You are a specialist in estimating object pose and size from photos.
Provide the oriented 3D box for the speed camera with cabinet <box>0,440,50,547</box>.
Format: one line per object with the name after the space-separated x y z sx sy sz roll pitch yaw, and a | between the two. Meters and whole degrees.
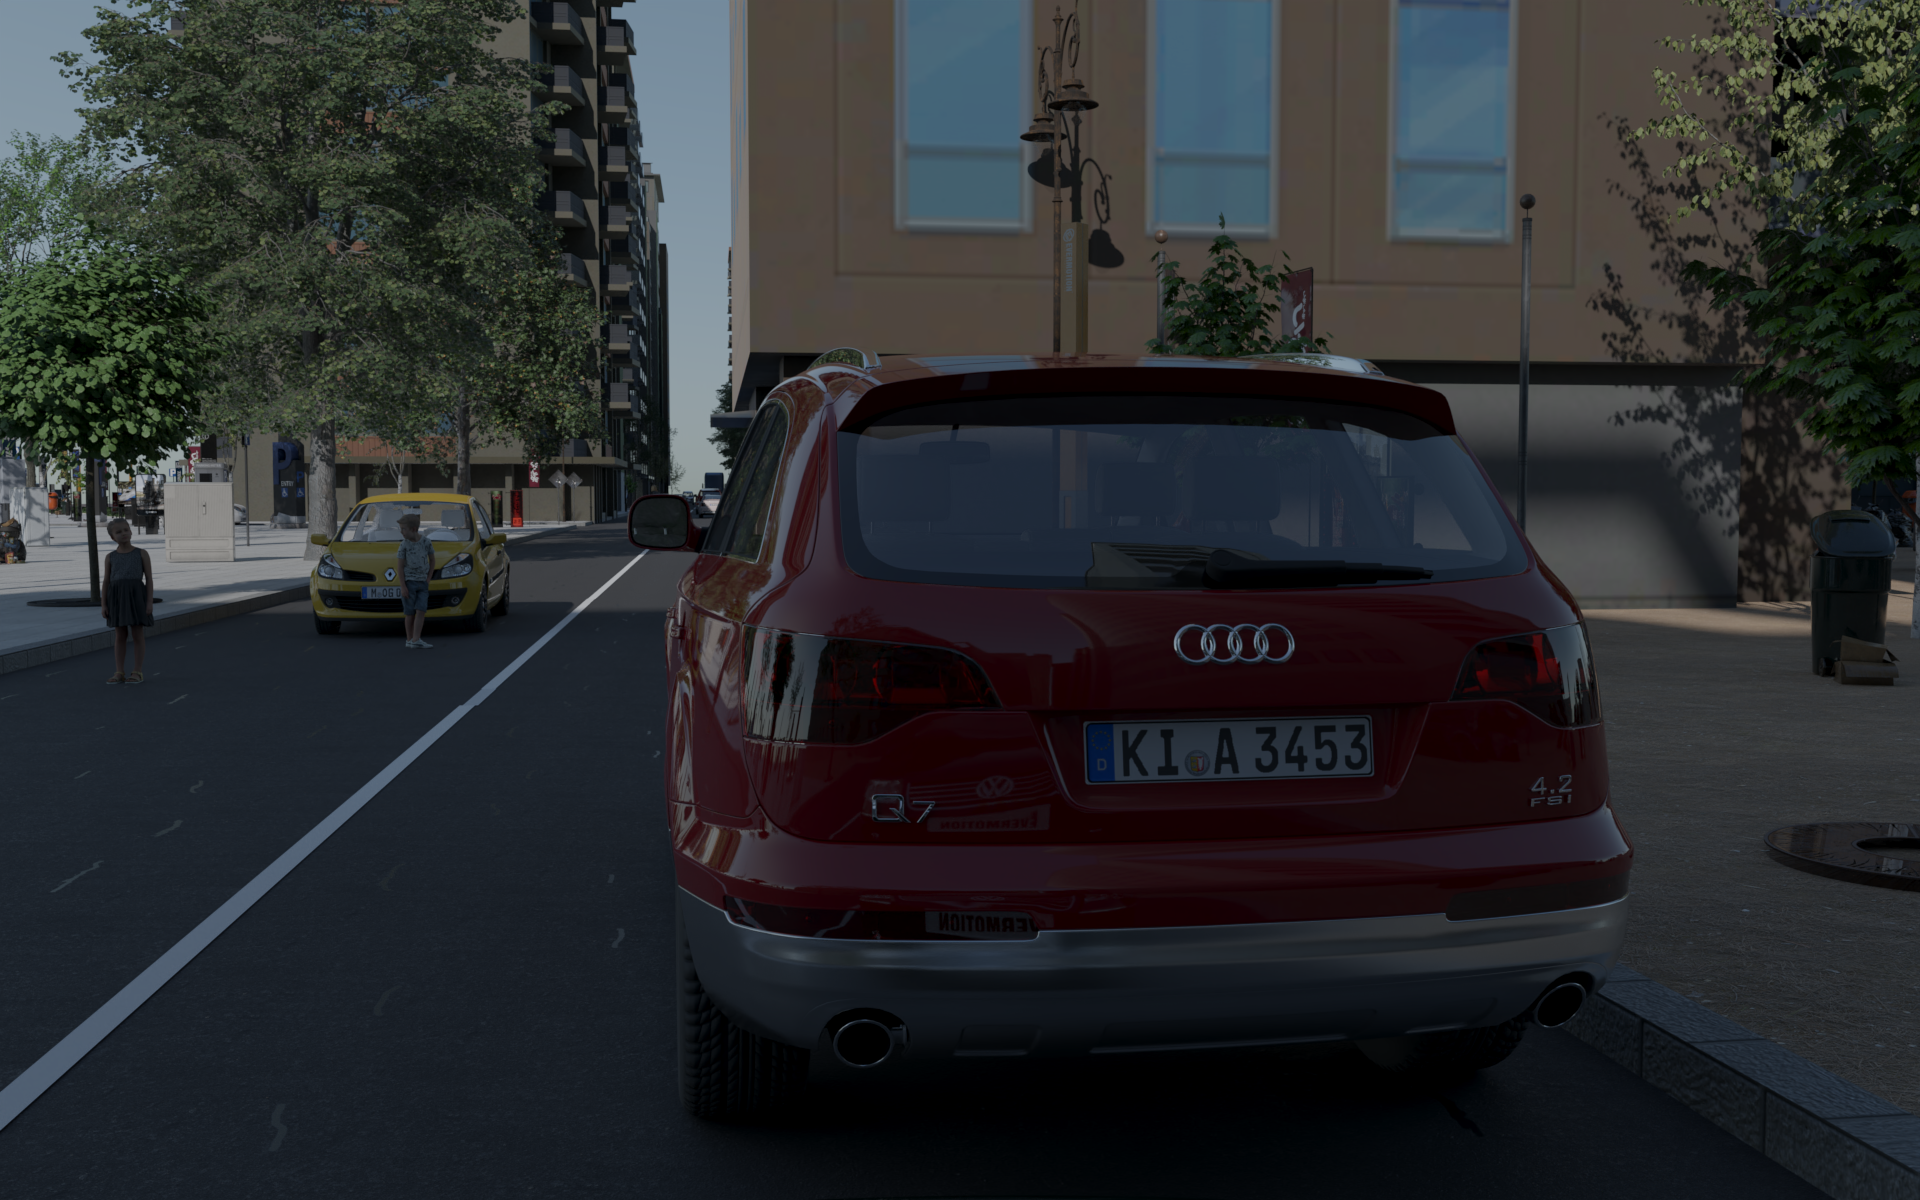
-23.115 -2.952 42.601 2.038 3.252 0.660 3 5 41 | speed camera with cabinet

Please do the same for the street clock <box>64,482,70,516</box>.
-52.670 -5.971 102.203 0.358 2.002 0.471 0 4 -7 | street clock

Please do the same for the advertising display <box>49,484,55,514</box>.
-57.950 -6.444 110.574 0.123 1.923 0.974 -1 4 -16 | advertising display

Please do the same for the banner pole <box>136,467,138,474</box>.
-64.747 -8.959 136.495 0.401 3.779 0.863 0 4 -7 | banner pole

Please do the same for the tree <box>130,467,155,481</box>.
-48.201 -6.614 102.743 1.663 3.219 1.824 0 3 0 | tree

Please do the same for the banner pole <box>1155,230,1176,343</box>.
1.985 -1.634 16.739 0.401 3.779 0.863 1 4 19 | banner pole

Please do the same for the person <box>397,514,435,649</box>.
-5.053 -0.179 16.113 0.332 1.250 0.352 0 4 7 | person

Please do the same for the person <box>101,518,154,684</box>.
-6.316 0.002 13.145 0.362 1.253 0.373 0 4 -7 | person

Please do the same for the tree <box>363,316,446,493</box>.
-21.894 -7.178 67.730 4.360 8.622 3.978 0 3 0 | tree

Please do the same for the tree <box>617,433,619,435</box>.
-23.685 -9.832 111.123 4.737 8.622 4.395 0 3 0 | tree

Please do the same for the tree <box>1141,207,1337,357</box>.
1.672 -1.052 11.807 1.663 3.219 1.824 0 3 0 | tree

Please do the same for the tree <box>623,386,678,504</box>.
-28.408 -13.181 149.917 8.767 10.594 7.601 0 4 -1 | tree

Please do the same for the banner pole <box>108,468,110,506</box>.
-65.317 -8.725 132.672 0.863 3.779 0.401 2 4 29 | banner pole

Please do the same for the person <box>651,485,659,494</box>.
-11.868 -3.705 69.298 1.509 1.804 0.699 -3 5 -43 | person

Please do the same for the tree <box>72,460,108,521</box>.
-41.252 -5.358 82.198 1.663 3.219 1.824 0 3 0 | tree

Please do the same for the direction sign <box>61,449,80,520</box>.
-44.740 -5.819 87.133 0.876 3.537 0.379 -1 4 -14 | direction sign

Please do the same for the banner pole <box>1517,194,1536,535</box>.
4.803 -1.514 14.766 0.401 3.779 0.863 1 4 18 | banner pole

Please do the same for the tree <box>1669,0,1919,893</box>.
3.331 -0.683 5.775 1.663 3.219 1.824 0 3 0 | tree

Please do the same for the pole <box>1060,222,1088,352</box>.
0.865 -1.181 13.157 0.158 3.312 0.155 0 3 0 | pole

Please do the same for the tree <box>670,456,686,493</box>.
-51.656 -22.091 311.544 4.737 8.622 4.395 0 3 0 | tree

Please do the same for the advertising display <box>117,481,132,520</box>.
-41.575 -4.977 86.581 0.974 1.923 0.123 -2 4 -27 | advertising display

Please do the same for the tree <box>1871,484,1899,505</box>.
27.034 -4.118 51.048 4.285 4.588 4.351 0 3 0 | tree

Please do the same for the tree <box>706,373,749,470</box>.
-16.043 -14.372 141.638 9.857 13.997 8.962 0 3 0 | tree

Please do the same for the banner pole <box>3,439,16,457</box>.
-30.170 -3.957 54.707 0.401 3.779 0.863 2 4 32 | banner pole

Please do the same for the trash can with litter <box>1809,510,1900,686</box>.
6.261 -0.035 11.968 0.624 1.170 1.055 1 4 13 | trash can with litter

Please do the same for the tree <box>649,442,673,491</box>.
-40.168 -17.078 229.591 4.360 8.622 3.978 0 3 0 | tree

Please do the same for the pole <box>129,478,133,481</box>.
-51.627 -6.975 107.892 0.158 3.312 0.155 0 3 0 | pole

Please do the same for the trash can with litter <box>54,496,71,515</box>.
-55.056 -5.800 106.216 1.055 1.170 0.624 0 4 5 | trash can with litter

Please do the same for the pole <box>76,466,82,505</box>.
-65.166 -8.199 127.896 0.158 3.312 0.155 0 3 0 | pole

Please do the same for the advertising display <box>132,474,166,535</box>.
-25.564 -3.029 54.741 0.974 1.923 0.123 0 4 4 | advertising display

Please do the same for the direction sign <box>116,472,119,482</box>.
-68.570 -9.118 141.077 0.379 3.537 0.876 -1 4 -15 | direction sign

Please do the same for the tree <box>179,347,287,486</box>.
-25.394 -6.709 60.051 4.737 8.622 4.395 0 3 0 | tree

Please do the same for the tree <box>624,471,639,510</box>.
-27.276 -9.079 143.048 1.663 3.219 1.824 0 3 0 | tree

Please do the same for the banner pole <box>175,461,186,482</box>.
-51.284 -7.592 114.151 0.863 3.779 0.401 -3 5 -44 | banner pole

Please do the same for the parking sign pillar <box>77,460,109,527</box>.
-33.502 -4.815 67.197 1.447 3.967 1.447 -1 4 -15 | parking sign pillar

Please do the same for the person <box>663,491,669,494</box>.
-31.659 -10.830 186.367 0.742 1.727 0.445 -1 4 -9 | person

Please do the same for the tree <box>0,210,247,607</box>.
-10.098 -2.236 20.268 4.285 4.588 4.351 0 3 0 | tree

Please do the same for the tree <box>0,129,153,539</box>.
-26.601 -7.568 49.498 9.928 11.665 9.643 0 3 0 | tree

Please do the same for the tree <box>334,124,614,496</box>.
-15.035 -8.289 52.533 9.611 12.733 9.660 0 3 0 | tree

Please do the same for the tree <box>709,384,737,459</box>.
-19.401 -14.279 159.217 9.928 11.665 9.643 0 3 0 | tree

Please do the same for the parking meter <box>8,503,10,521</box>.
-43.514 -4.494 79.193 0.399 1.863 0.255 -2 4 -30 | parking meter

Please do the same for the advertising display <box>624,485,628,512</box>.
-24.042 -7.307 124.687 0.123 1.923 0.974 0 4 -4 | advertising display

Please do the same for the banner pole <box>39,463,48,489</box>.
-53.226 -6.757 100.490 0.401 3.779 0.863 1 4 11 | banner pole

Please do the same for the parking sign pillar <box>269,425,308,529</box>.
-25.018 -4.654 64.559 1.447 3.967 1.447 2 4 31 | parking sign pillar

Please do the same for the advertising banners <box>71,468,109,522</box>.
-40.279 -5.135 80.145 2.074 3.025 0.090 1 4 16 | advertising banners

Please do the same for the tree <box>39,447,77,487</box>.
-31.035 -6.639 58.907 4.737 8.622 4.395 0 3 0 | tree

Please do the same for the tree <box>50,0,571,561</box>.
-12.433 -7.743 33.247 9.857 13.997 8.962 0 3 0 | tree

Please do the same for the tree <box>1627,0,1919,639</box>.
8.318 -3.957 15.064 4.737 8.622 4.395 0 3 0 | tree

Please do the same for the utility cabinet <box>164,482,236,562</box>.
-14.267 -1.457 32.509 1.173 1.500 0.318 -1 4 -16 | utility cabinet
